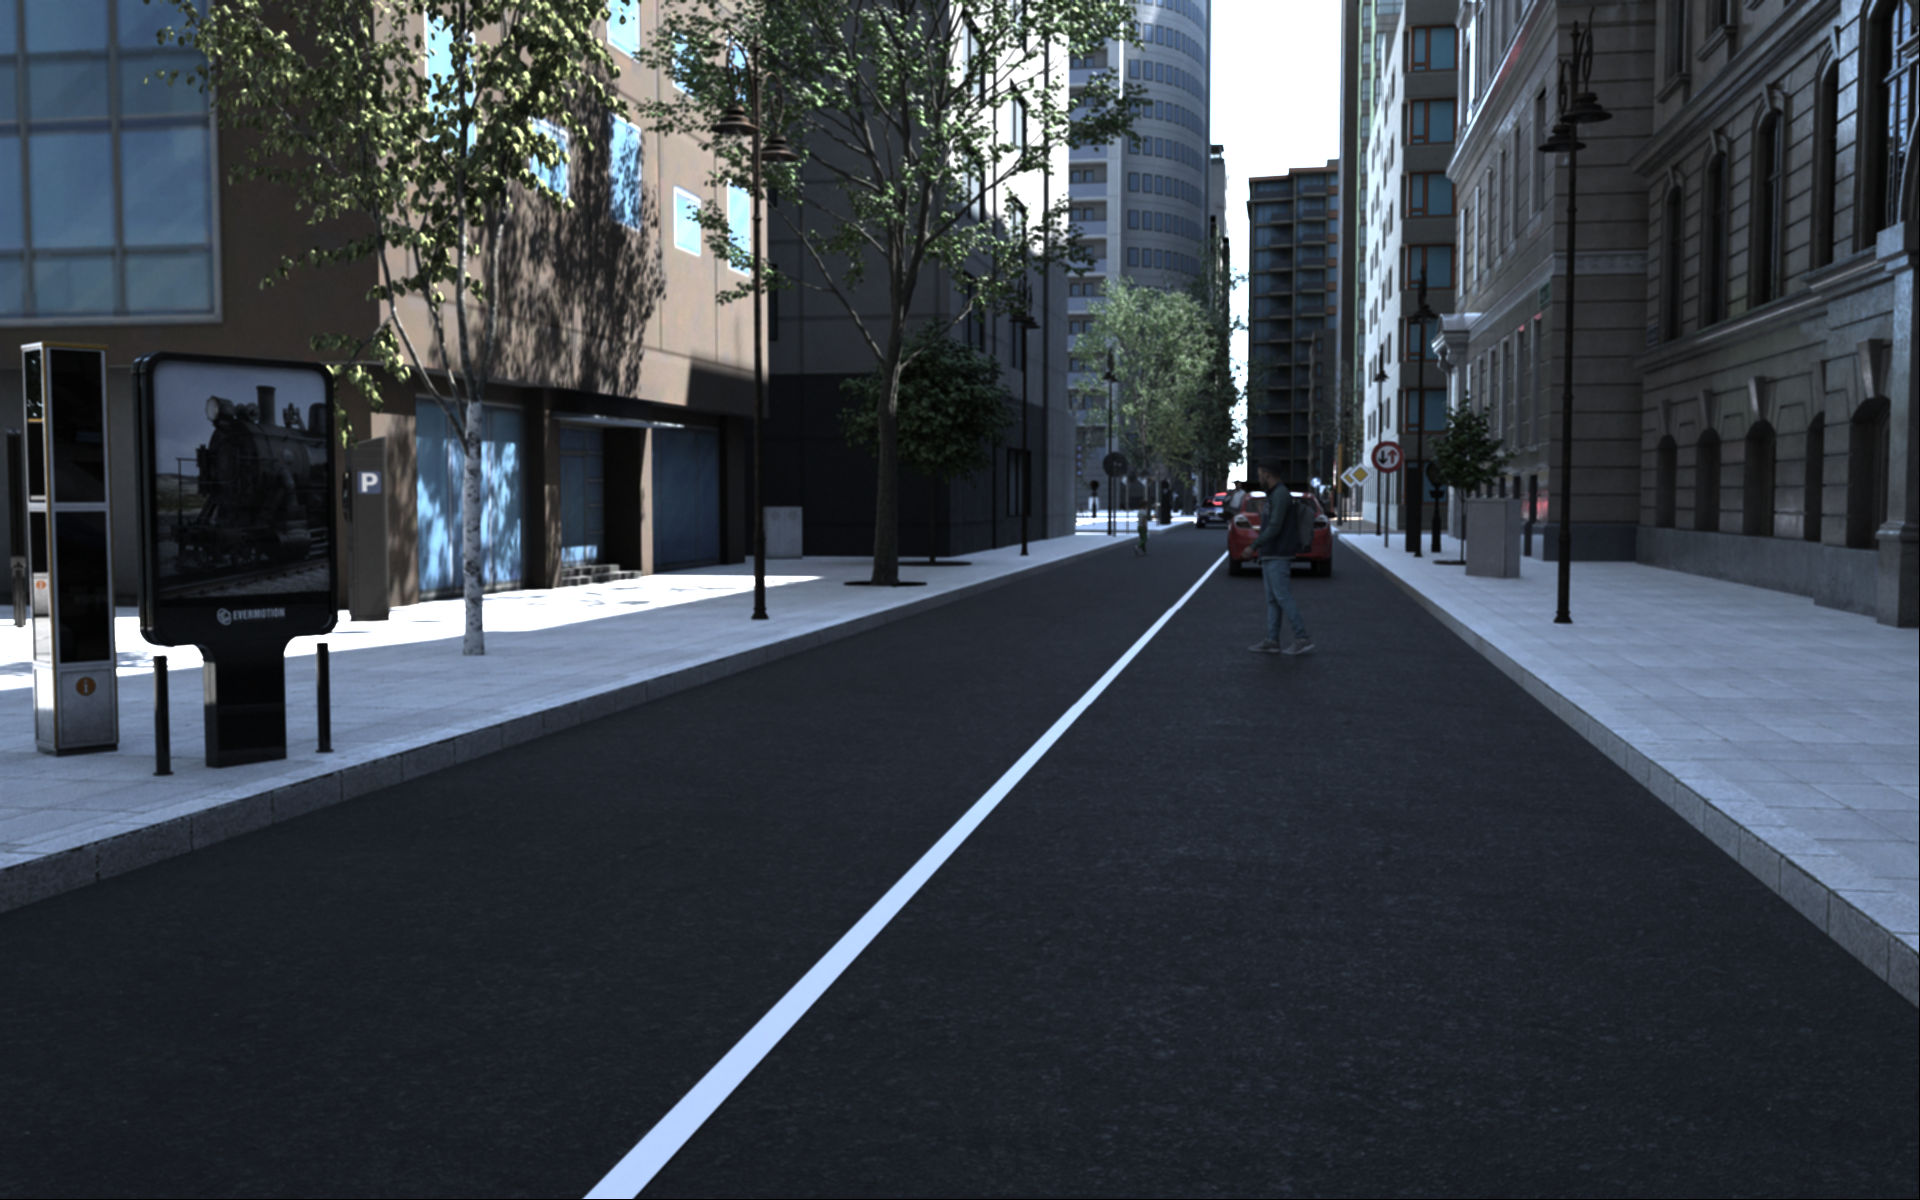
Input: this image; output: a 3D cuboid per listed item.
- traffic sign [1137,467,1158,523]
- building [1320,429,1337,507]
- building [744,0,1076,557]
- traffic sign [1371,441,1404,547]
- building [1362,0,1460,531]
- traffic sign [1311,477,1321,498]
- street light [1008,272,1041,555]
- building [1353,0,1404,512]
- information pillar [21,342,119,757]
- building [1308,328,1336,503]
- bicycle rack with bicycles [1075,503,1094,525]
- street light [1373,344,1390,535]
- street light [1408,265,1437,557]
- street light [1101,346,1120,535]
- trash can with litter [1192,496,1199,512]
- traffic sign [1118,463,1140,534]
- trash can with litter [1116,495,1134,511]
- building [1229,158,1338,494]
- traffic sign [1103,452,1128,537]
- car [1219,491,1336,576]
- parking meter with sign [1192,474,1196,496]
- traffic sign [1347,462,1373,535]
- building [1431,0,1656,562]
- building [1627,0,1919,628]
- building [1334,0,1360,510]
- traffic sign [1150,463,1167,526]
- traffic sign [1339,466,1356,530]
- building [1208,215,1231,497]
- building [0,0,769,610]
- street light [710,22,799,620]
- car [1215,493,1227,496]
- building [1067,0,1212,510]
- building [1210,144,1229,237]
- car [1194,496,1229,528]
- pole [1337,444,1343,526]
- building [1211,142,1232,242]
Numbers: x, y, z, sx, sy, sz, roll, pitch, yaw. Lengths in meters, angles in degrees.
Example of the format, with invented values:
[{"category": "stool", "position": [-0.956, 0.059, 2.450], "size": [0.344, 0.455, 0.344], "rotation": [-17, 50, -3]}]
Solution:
[{"category": "traffic sign", "position": [6.832, -3.646, 63.258], "size": [0.795, 2.450, 0.064], "rotation": [1, 4, 11]}, {"category": "building", "position": [45.696, -51.900, 161.232], "size": [22.319, 86.520, 31.000], "rotation": [1, 4, 11]}, {"category": "building", "position": [-8.328, -37.100, 44.831], "size": [20.611, 71.187, 20.563], "rotation": [1, 4, 11]}, {"category": "traffic sign", "position": [10.263, -2.538, 41.609], "size": [0.768, 2.556, 0.104], "rotation": [1, 4, 15]}, {"category": "building", "position": [32.150, -13.841, 71.341], "size": [28.899, 21.520, 27.650], "rotation": [1, 4, 11]}, {"category": "traffic sign", "position": [27.185, -8.084, 132.286], "size": [0.768, 2.556, 0.104], "rotation": [1, 4, 11]}, {"category": "street light", "position": [1.351, -3.875, 36.143], "size": [0.468, 5.910, 1.993], "rotation": [1, 4, 11]}, {"category": "building", "position": [36.107, -27.097, 126.622], "size": [14.154, 41.232, 14.086], "rotation": [1, 4, 11]}, {"category": "information pillar", "position": [-4.407, -0.250, 8.586], "size": [0.304, 2.012, 0.304], "rotation": [3, 5, 44]}, {"category": "building", "position": [53.192, -21.280, 192.969], "size": [27.650, 21.520, 28.899], "rotation": [1, 4, 11]}, {"category": "bicycle rack with bicycles", "position": [4.237, -3.610, 72.413], "size": [2.852, 0.926, 2.925], "rotation": [2, 4, 30]}, {"category": "street light", "position": [12.984, -4.940, 53.564], "size": [0.468, 5.910, 1.993], "rotation": [1, 4, 11]}, {"category": "street light", "position": [9.344, -3.814, 35.154], "size": [0.468, 5.910, 1.993], "rotation": [1, 4, 11]}, {"category": "street light", "position": [4.690, -4.971, 54.068], "size": [0.468, 5.910, 1.993], "rotation": [1, 4, 11]}, {"category": "trash can with litter", "position": [16.678, -6.932, 124.729], "size": [1.055, 1.170, 0.624], "rotation": [-3, 5, -44]}, {"category": "traffic sign", "position": [5.367, -3.166, 55.408], "size": [0.795, 2.450, 0.064], "rotation": [1, 4, 11]}, {"category": "trash can with litter", "position": [12.008, -7.180, 128.458], "size": [2.233, 1.210, 1.678], "rotation": [-1, 4, -23]}, {"category": "building", "position": [50.575, -35.085, 228.263], "size": [28.867, 44.769, 22.147], "rotation": [1, 4, 11]}, {"category": "traffic sign", "position": [4.653, -3.181, 52.123], "size": [0.768, 2.556, 0.104], "rotation": [1, 4, 20]}, {"category": "car", "position": [5.828, -1.389, 31.749], "size": [2.155, 1.783, 4.494], "rotation": [1, 4, 9]}, {"category": "parking meter with sign", "position": [18.551, -8.551, 136.077], "size": [0.543, 3.016, 1.738], "rotation": [1, 4, 14]}, {"category": "traffic sign", "position": [12.485, -3.084, 54.063], "size": [0.795, 2.450, 0.064], "rotation": [1, 4, 11]}, {"category": "building", "position": [19.037, -15.579, 40.627], "size": [13.634, 28.700, 20.117], "rotation": [1, 4, 11]}, {"category": "building", "position": [14.481, -11.907, 13.758], "size": [14.460, 24.649, 34.723], "rotation": [1, 4, 11]}, {"category": "building", "position": [37.909, -30.005, 140.687], "size": [14.600, 45.320, 14.200], "rotation": [1, 4, 11]}, {"category": "traffic sign", "position": [7.985, -4.271, 69.939], "size": [0.768, 2.556, 0.104], "rotation": [1, 4, 11]}, {"category": "traffic sign", "position": [13.950, -3.564, 61.913], "size": [0.795, 2.450, 0.064], "rotation": [1, 4, 11]}, {"category": "building", "position": [22.046, -25.475, 188.212], "size": [14.160, 30.474, 14.107], "rotation": [1, 4, 11]}, {"category": "building", "position": [-11.668, -22.960, 25.507], "size": [14.600, 45.320, 14.200], "rotation": [1, 4, 11]}, {"category": "street light", "position": [-2.053, -2.741, 17.602], "size": [0.468, 5.910, 1.993], "rotation": [1, 4, 11]}, {"category": "car", "position": [13.865, -4.930, 89.641], "size": [2.155, 1.783, 4.494], "rotation": [1, 4, 11]}, {"category": "building", "position": [10.853, -37.325, 152.265], "size": [21.231, 58.520, 28.212], "rotation": [1, 4, 11]}, {"category": "building", "position": [24.579, -31.884, 204.900], "size": [14.086, 41.232, 14.154], "rotation": [1, 4, 11]}, {"category": "car", "position": [10.944, -3.721, 73.419], "size": [1.945, 1.354, 3.894], "rotation": [1, 4, 11]}, {"category": "pole", "position": [15.452, -4.682, 70.393], "size": [0.158, 3.312, 0.155], "rotation": [0, 3, 0]}, {"category": "building", "position": [21.152, -37.601, 234.376], "size": [30.456, 49.044, 23.786], "rotation": [1, 4, 11]}]
